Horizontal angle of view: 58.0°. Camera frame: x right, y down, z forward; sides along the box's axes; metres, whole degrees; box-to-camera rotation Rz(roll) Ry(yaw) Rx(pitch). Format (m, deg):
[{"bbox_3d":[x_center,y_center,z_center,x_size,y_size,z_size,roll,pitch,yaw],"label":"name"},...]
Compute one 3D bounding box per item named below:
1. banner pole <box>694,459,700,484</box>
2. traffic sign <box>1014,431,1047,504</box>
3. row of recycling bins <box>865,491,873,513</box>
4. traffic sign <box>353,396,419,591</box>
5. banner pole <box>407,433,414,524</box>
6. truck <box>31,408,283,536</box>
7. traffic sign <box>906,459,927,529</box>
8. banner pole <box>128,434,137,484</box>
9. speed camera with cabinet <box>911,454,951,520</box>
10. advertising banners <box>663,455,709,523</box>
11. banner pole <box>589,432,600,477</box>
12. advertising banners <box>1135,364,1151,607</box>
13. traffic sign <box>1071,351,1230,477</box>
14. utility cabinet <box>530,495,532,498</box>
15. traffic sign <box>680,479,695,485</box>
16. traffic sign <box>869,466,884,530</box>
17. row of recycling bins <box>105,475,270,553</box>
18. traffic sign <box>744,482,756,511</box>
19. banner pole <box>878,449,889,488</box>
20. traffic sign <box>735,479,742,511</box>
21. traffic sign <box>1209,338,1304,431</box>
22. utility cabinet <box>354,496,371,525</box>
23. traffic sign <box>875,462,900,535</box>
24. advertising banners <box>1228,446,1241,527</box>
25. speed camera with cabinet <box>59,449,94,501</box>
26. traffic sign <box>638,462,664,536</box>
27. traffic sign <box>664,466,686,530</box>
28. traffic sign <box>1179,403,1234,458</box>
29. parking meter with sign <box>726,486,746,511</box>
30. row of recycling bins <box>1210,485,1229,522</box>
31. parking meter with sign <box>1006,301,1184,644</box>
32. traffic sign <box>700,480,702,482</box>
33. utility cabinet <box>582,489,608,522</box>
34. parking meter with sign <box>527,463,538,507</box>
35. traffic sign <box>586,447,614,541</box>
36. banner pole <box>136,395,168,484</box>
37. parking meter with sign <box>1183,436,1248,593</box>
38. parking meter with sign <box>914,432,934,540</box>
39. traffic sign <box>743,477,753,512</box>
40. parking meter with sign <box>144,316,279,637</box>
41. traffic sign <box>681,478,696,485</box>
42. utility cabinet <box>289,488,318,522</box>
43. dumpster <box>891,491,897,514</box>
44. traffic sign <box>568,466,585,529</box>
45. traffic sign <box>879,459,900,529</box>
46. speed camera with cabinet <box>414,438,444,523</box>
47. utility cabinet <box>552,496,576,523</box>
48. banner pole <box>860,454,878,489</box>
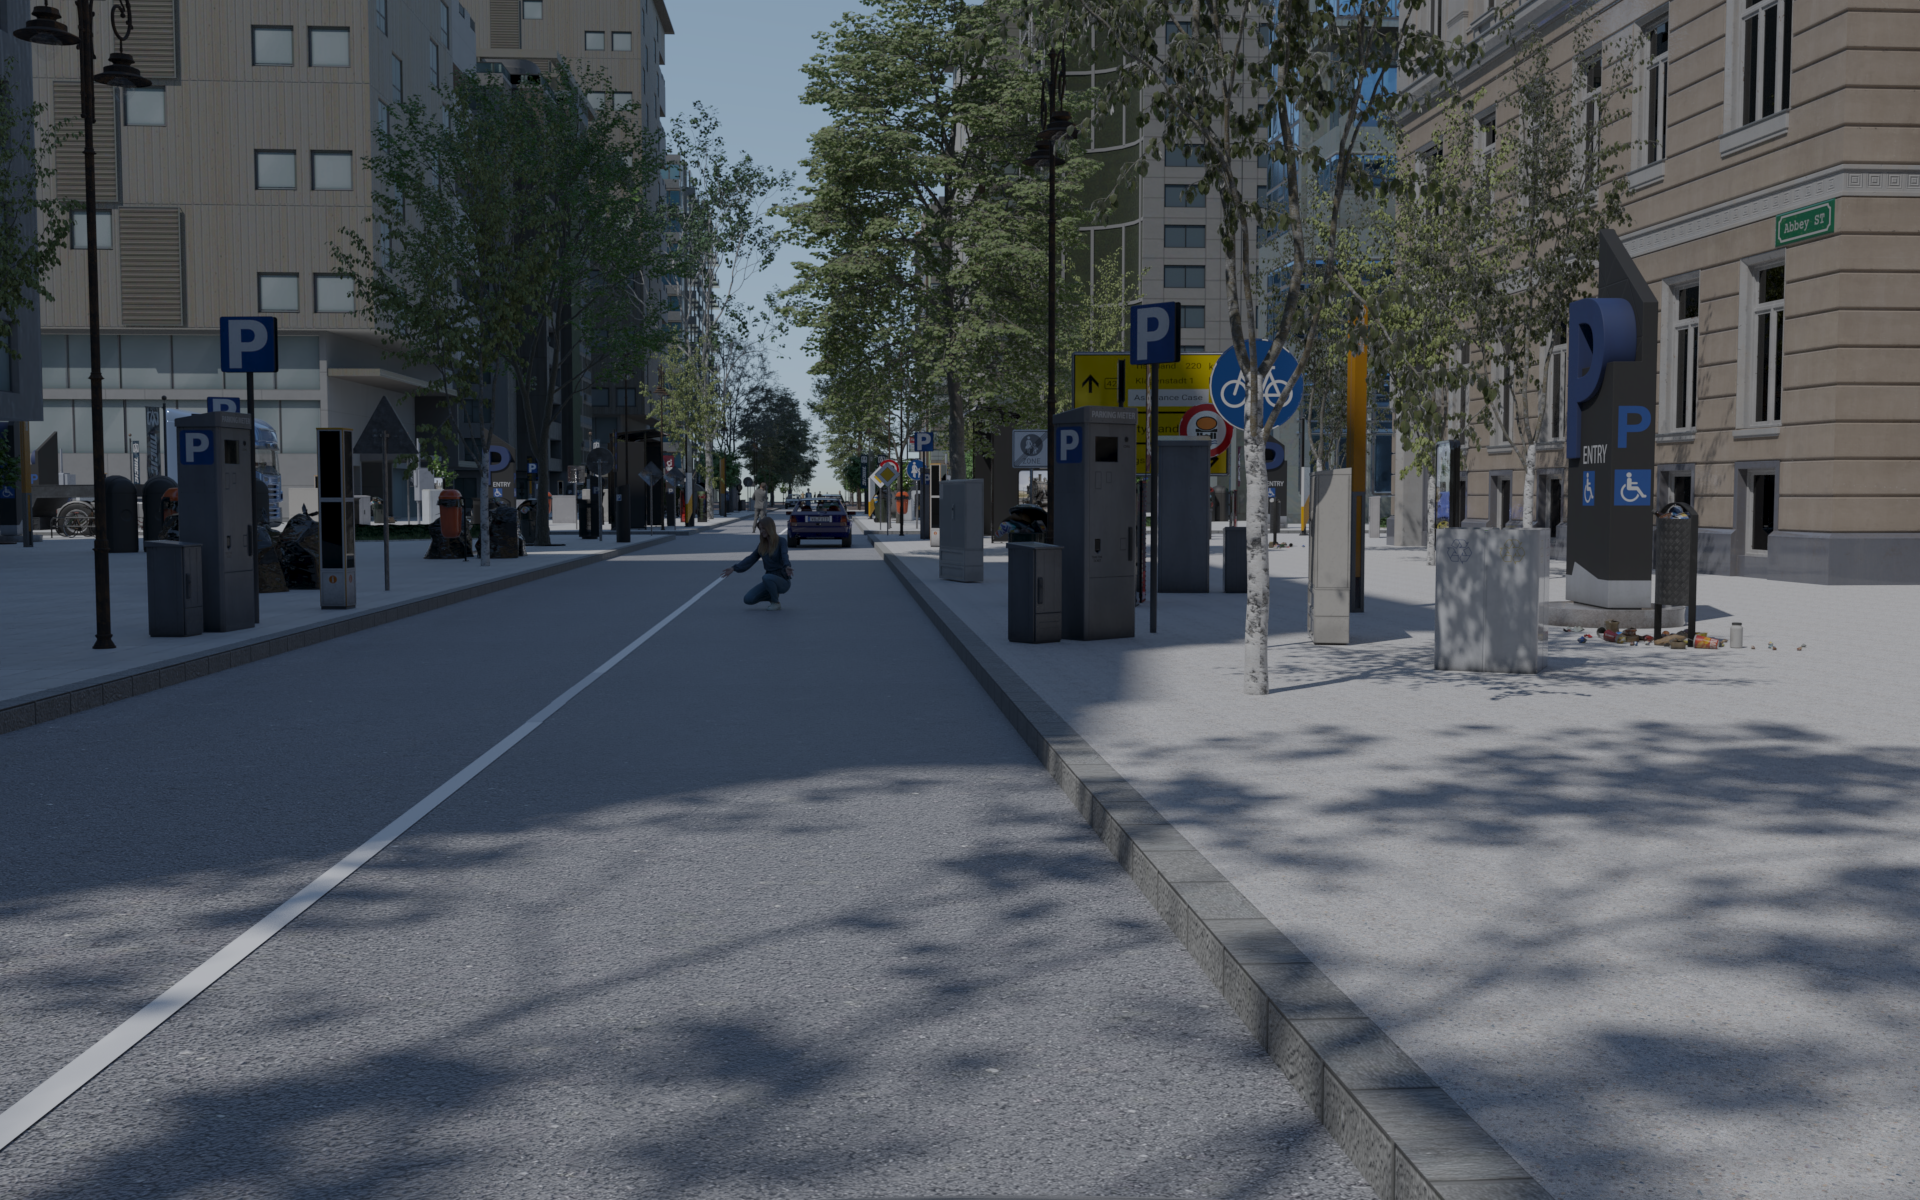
[{"bbox_3d":[-17.367,-7.633,114.812,0.863,3.779,0.401,0,4,6],"label":"banner pole"},{"bbox_3d":[1.137,-1.558,27.604,0.606,2.300,0.079,0,4,0],"label":"traffic sign"},{"bbox_3d":[-5.513,-6.524,113.775,1.069,1.692,3.534,1,4,9],"label":"row of recycling bins"},{"bbox_3d":[-7.608,-1.402,22.934,0.884,2.594,0.081,0,4,-1],"label":"traffic sign"},{"bbox_3d":[-22.445,-4.936,70.717,0.401,3.779,0.863,0,4,4],"label":"banner pole"},{"bbox_3d":[-30.633,-3.967,54.620,18.799,4.110,2.967,0,4,-6],"label":"truck"},{"bbox_3d":[-1.586,-3.895,63.793,0.768,2.556,0.104,0,4,1],"label":"traffic sign"},{"bbox_3d":[-34.088,-4.985,71.524,0.863,3.779,0.401,2,4,33],"label":"banner pole"},{"bbox_3d":[-1.352,-5.534,84.823,2.038,3.252,0.660,0,4,-3],"label":"speed camera with cabinet"},{"bbox_3d":[-12.353,-5.010,78.103,2.074,3.025,0.090,-1,4,-19],"label":"advertising banners"},{"bbox_3d":[-14.711,-4.873,69.697,0.863,3.779,0.401,3,5,42],"label":"banner pole"},{"bbox_3d":[2.157,-1.486,20.476,0.090,3.025,2.074,1,4,11],"label":"advertising banners"},{"bbox_3d":[2.727,-1.893,24.830,2.265,3.308,0.079,0,4,2],"label":"traffic sign"},{"bbox_3d":[-25.434,-5.703,104.399,1.020,1.237,0.306,2,4,24],"label":"utility cabinet"},{"bbox_3d":[-15.206,-5.900,96.463,0.884,2.594,0.081,0,4,-1],"label":"traffic sign"},{"bbox_3d":[-2.832,-3.546,61.625,0.795,2.450,0.064,0,4,-4],"label":"traffic sign"},{"bbox_3d":[-17.286,-1.928,38.633,3.534,1.692,1.069,-2,4,-31],"label":"row of recycling bins"},{"bbox_3d":[-15.709,-7.932,129.696,0.884,2.594,0.081,0,4,2],"label":"traffic sign"},{"bbox_3d":[-4.187,-6.493,96.172,0.863,3.779,0.401,-1,4,-9],"label":"banner pole"},{"bbox_3d":[-16.916,-8.023,131.287,0.768,2.556,0.104,0,4,-2],"label":"traffic sign"},{"bbox_3d":[2.432,-0.867,14.287,0.768,2.556,0.104,0,4,2],"label":"traffic sign"},{"bbox_3d":[-24.250,-3.588,69.828,0.306,1.237,1.020,2,4,29],"label":"utility cabinet"},{"bbox_3d":[-2.246,-3.059,53.661,0.795,2.450,0.064,0,4,-4],"label":"traffic sign"},{"bbox_3d":[9.951,-4.065,62.643,0.090,3.025,2.074,1,4,20],"label":"advertising banners"},{"bbox_3d":[-38.468,-4.972,75.632,2.038,3.252,0.660,1,4,11],"label":"speed camera with cabinet"},{"bbox_3d":[-9.472,-3.028,53.151,0.795,2.450,0.064,0,4,-4],"label":"traffic sign"},{"bbox_3d":[-10.058,-3.515,61.115,0.795,2.450,0.064,0,4,-4],"label":"traffic sign"},{"bbox_3d":[3.440,-1.478,24.276,0.768,2.556,0.104,0,4,1],"label":"traffic sign"},{"bbox_3d":[-17.344,-8.396,133.538,1.738,3.016,0.543,-3,5,-41],"label":"parking meter with sign"},{"bbox_3d":[11.012,-4.449,79.860,3.534,1.692,1.069,-3,5,-39],"label":"row of recycling bins"},{"bbox_3d":[1.176,-1.169,15.377,1.738,3.016,0.543,-3,5,-42],"label":"parking meter with sign"},{"bbox_3d":[-16.813,-6.991,114.407,0.768,2.556,0.104,0,4,2],"label":"traffic sign"},{"bbox_3d":[-16.780,-4.349,79.785,1.173,1.500,0.318,0,3,0],"label":"utility cabinet"},{"bbox_3d":[-23.813,-6.183,97.351,0.543,3.016,1.738,-2,4,-29],"label":"parking meter with sign"},{"bbox_3d":[-9.802,-2.879,47.184,0.768,2.556,0.104,0,4,2],"label":"traffic sign"},{"bbox_3d":[-20.249,-3.289,43.792,0.401,3.779,0.863,1,4,19],"label":"banner pole"},{"bbox_3d":[2.916,-1.605,22.505,1.738,3.016,0.543,0,4,3],"label":"parking meter with sign"},{"bbox_3d":[-0.852,-3.260,49.566,0.543,3.016,1.738,1,4,11],"label":"parking meter with sign"},{"bbox_3d":[-15.521,-7.746,126.745,0.768,2.556,0.104,0,4,5],"label":"traffic sign"},{"bbox_3d":[-7.026,-1.223,16.260,0.543,3.016,1.738,0,4,3],"label":"parking meter with sign"},{"bbox_3d":[-15.947,-6.229,101.840,0.884,2.594,0.081,0,4,2],"label":"traffic sign"},{"bbox_3d":[-24.769,-3.481,65.594,1.173,1.500,0.318,0,4,1],"label":"utility cabinet"},{"bbox_3d":[-3.348,-5.202,90.804,1.264,1.857,1.865,0,4,-4],"label":"dumpster"},{"bbox_3d":[-13.886,-3.704,62.697,0.606,2.300,0.079,0,4,-4],"label":"traffic sign"},{"bbox_3d":[-2.579,-3.853,63.104,0.768,2.556,0.104,0,4,-1],"label":"traffic sign"},{"bbox_3d":[-18.719,-4.085,61.118,0.660,3.252,2.038,-2,4,-31],"label":"speed camera with cabinet"},{"bbox_3d":[-17.306,-3.950,75.746,1.020,1.237,0.306,-1,4,-12],"label":"utility cabinet"},{"bbox_3d":[-5.164,-6.471,95.810,0.863,3.779,0.401,-3,4,-36],"label":"banner pole"}]
